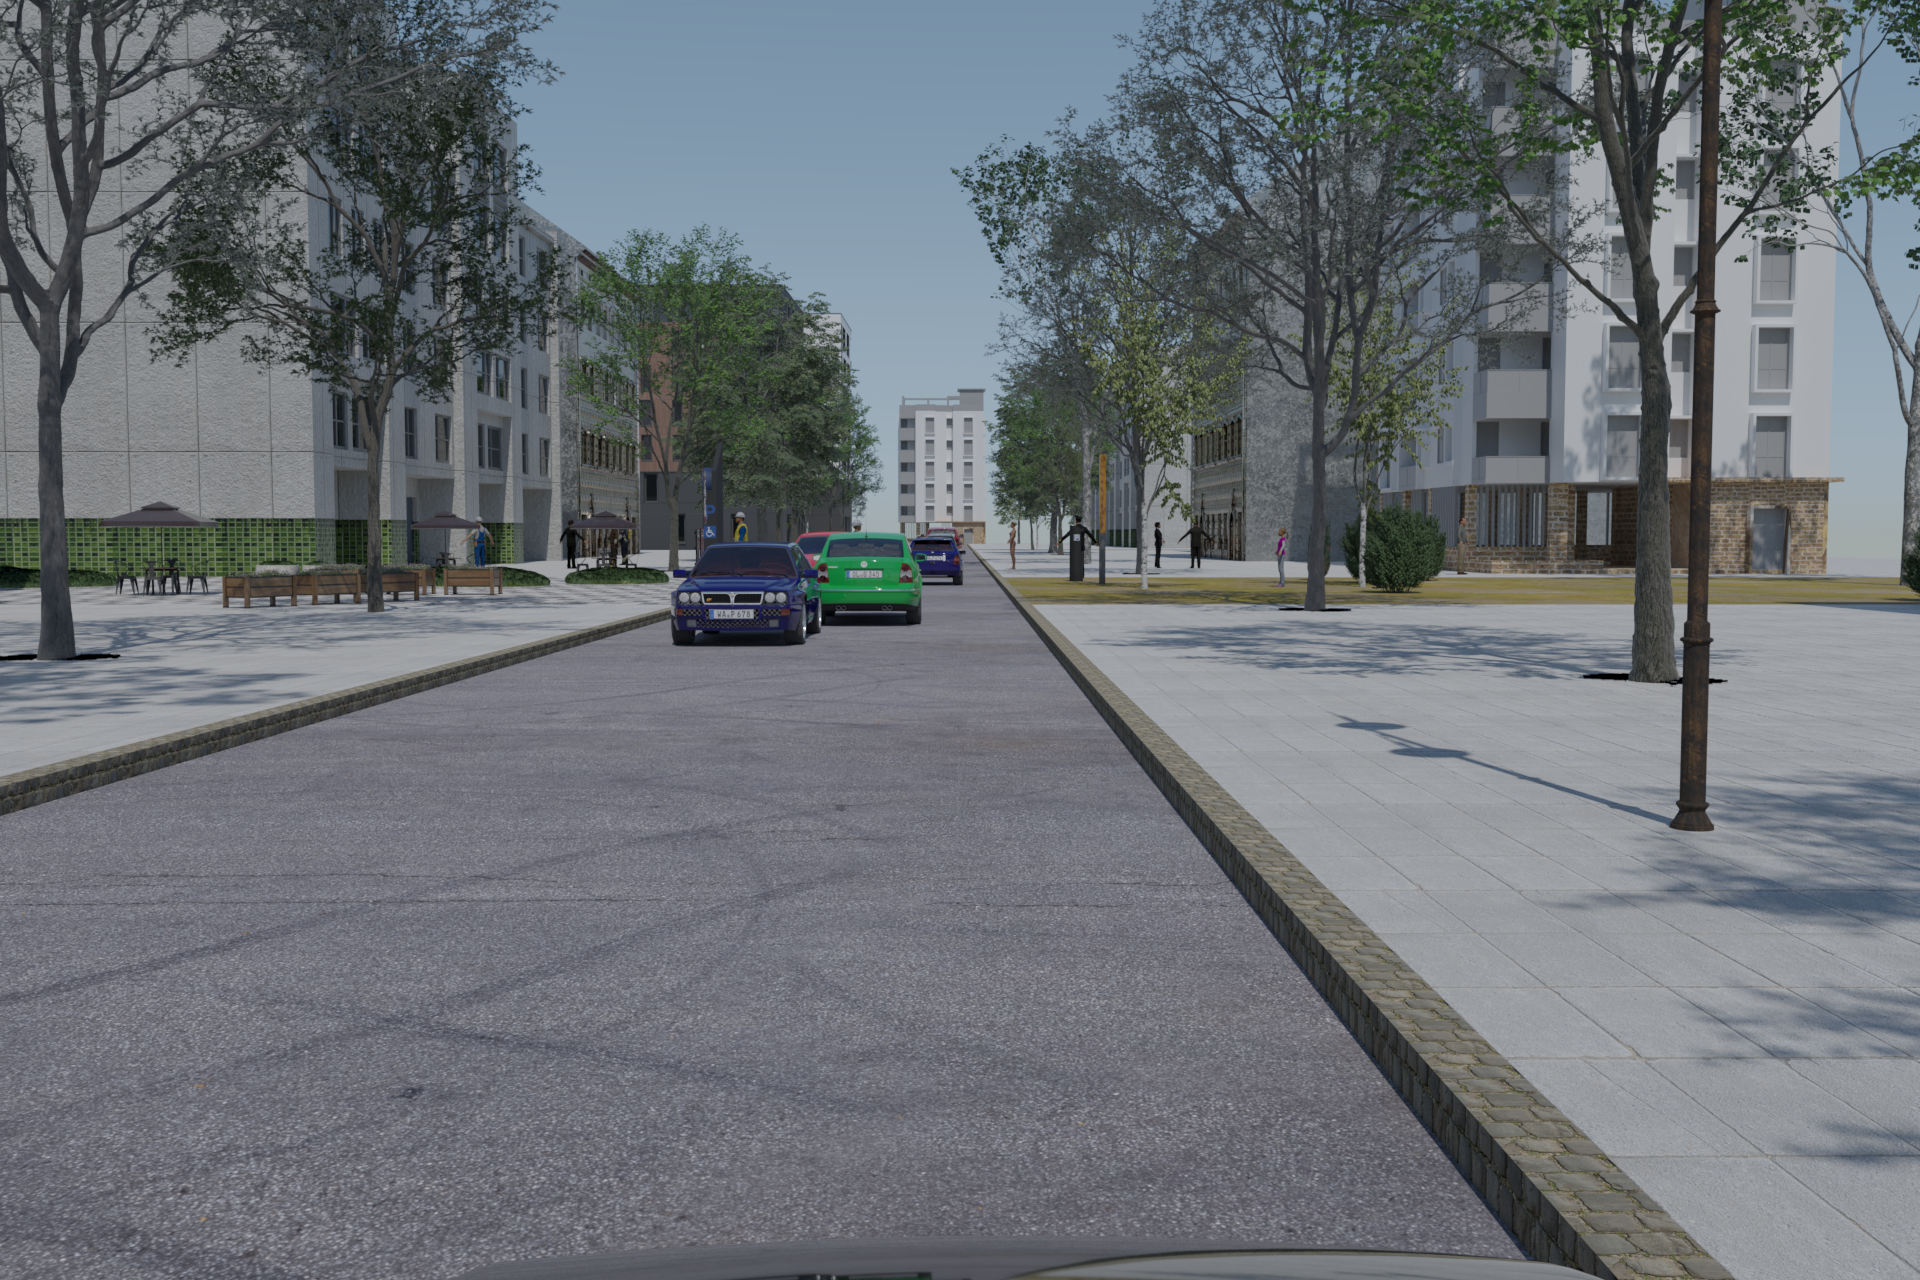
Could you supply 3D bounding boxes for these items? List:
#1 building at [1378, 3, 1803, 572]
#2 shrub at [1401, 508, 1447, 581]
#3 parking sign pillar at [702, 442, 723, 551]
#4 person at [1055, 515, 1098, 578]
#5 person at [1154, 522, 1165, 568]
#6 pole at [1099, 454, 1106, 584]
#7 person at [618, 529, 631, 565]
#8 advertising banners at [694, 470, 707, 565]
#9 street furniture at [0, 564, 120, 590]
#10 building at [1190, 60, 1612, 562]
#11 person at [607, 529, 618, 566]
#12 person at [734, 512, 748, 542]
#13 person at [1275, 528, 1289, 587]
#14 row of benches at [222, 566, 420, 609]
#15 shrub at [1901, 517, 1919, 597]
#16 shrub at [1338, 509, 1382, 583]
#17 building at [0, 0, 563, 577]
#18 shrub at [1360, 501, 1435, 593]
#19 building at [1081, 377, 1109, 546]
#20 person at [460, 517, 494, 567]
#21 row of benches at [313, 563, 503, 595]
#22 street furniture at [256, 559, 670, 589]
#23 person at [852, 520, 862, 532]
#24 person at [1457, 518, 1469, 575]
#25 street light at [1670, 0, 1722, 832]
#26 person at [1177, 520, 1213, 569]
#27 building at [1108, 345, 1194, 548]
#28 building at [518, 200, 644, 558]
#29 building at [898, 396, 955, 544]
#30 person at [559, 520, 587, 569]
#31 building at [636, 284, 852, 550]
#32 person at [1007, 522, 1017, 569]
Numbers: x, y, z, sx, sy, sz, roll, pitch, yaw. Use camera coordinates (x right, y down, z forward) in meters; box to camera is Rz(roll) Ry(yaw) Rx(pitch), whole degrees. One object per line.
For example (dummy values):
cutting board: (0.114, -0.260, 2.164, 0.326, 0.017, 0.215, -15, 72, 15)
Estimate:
building: (21.971, -12.944, 68.055, 16.016, 20.090, 11.380, 0, 3, 0)
shrub: (12.586, -2.634, 47.489, 1.690, 2.028, 1.600, 0, 3, 0)
parking sign pillar: (-7.183, -3.786, 50.371, 1.447, 3.967, 1.447, 0, 4, 0)
person: (3.413, -2.704, 50.139, 1.347, 1.837, 0.705, -1, 4, -21)
person: (7.483, -3.550, 64.770, 0.721, 1.740, 1.216, 0, 4, -5)
pole: (3.657, -3.097, 44.472, 0.158, 3.312, 0.155, 0, 3, 0)
person: (-13.833, -4.005, 71.255, 0.705, 1.856, 1.354, 1, 4, 14)
advertising banners: (-6.982, -3.091, 46.732, 0.090, 3.025, 2.074, 0, 3, 0)
street furniture: (-25.127, -1.698, 43.386, 5.734, 0.657, 10.072, -3, 4, -39)
building: (22.471, -15.799, 89.243, 19.493, 23.208, 18.063, 0, 3, 0)
person: (-13.366, -3.704, 66.694, 0.704, 1.812, 1.346, -2, 4, -26)
person: (-5.525, -2.290, 43.415, 0.705, 1.833, 1.349, -1, 4, -9)
person: (7.721, -1.998, 41.938, 0.599, 1.433, 0.991, 0, 4, 5)
row of benches: (-11.550, -0.995, 31.733, 1.422, 0.672, 4.104, 2, 4, 29)
shrub: (18.768, -1.762, 32.849, 1.661, 2.075, 1.752, 0, 3, 0)
shrub: (10.751, -2.498, 45.264, 1.690, 2.028, 1.600, 0, 3, 0)
building: (-27.446, -12.243, 66.636, 16.747, 18.905, 31.486, 0, 4, 0)
shrub: (9.498, -2.035, 37.688, 1.690, 2.028, 1.600, 0, 3, 0)
building: (23.610, -20.538, 202.256, 16.747, 18.905, 31.486, 0, 3, 0)
person: (-15.685, -3.094, 56.448, 0.705, 1.847, 1.347, 2, 4, 35)
row of benches: (-11.825, -1.300, 36.721, 4.104, 0.672, 1.422, 0, 4, 3)
street furniture: (-12.745, -1.736, 44.005, 10.072, 0.657, 5.734, 1, 4, 18)
person: (-2.365, -1.977, 41.253, 0.721, 1.772, 1.216, -2, 4, -33)
person: (15.867, -2.962, 54.694, 0.705, 1.796, 1.348, 2, 4, 25)
street light: (3.190, -2.115, 7.370, 0.468, 5.910, 1.993, 0, 4, 0)
person: (8.762, -3.558, 64.398, 1.346, 1.802, 0.704, 0, 4, -4)
building: (24.404, -18.613, 170.785, 16.747, 18.905, 31.486, 0, 3, 0)
building: (-29.489, -16.463, 100.091, 19.493, 23.208, 18.063, 0, 4, -1)
building: (-7.848, -22.674, 229.592, 11.380, 20.090, 16.016, 1, 4, 9)
person: (-14.323, -3.532, 63.935, 1.347, 1.806, 0.705, 2, 4, 31)
building: (-24.929, -19.215, 158.132, 27.936, 21.610, 32.646, 0, 4, 0)
person: (1.846, -3.435, 62.958, 0.721, 1.733, 1.217, 1, 4, 9)
